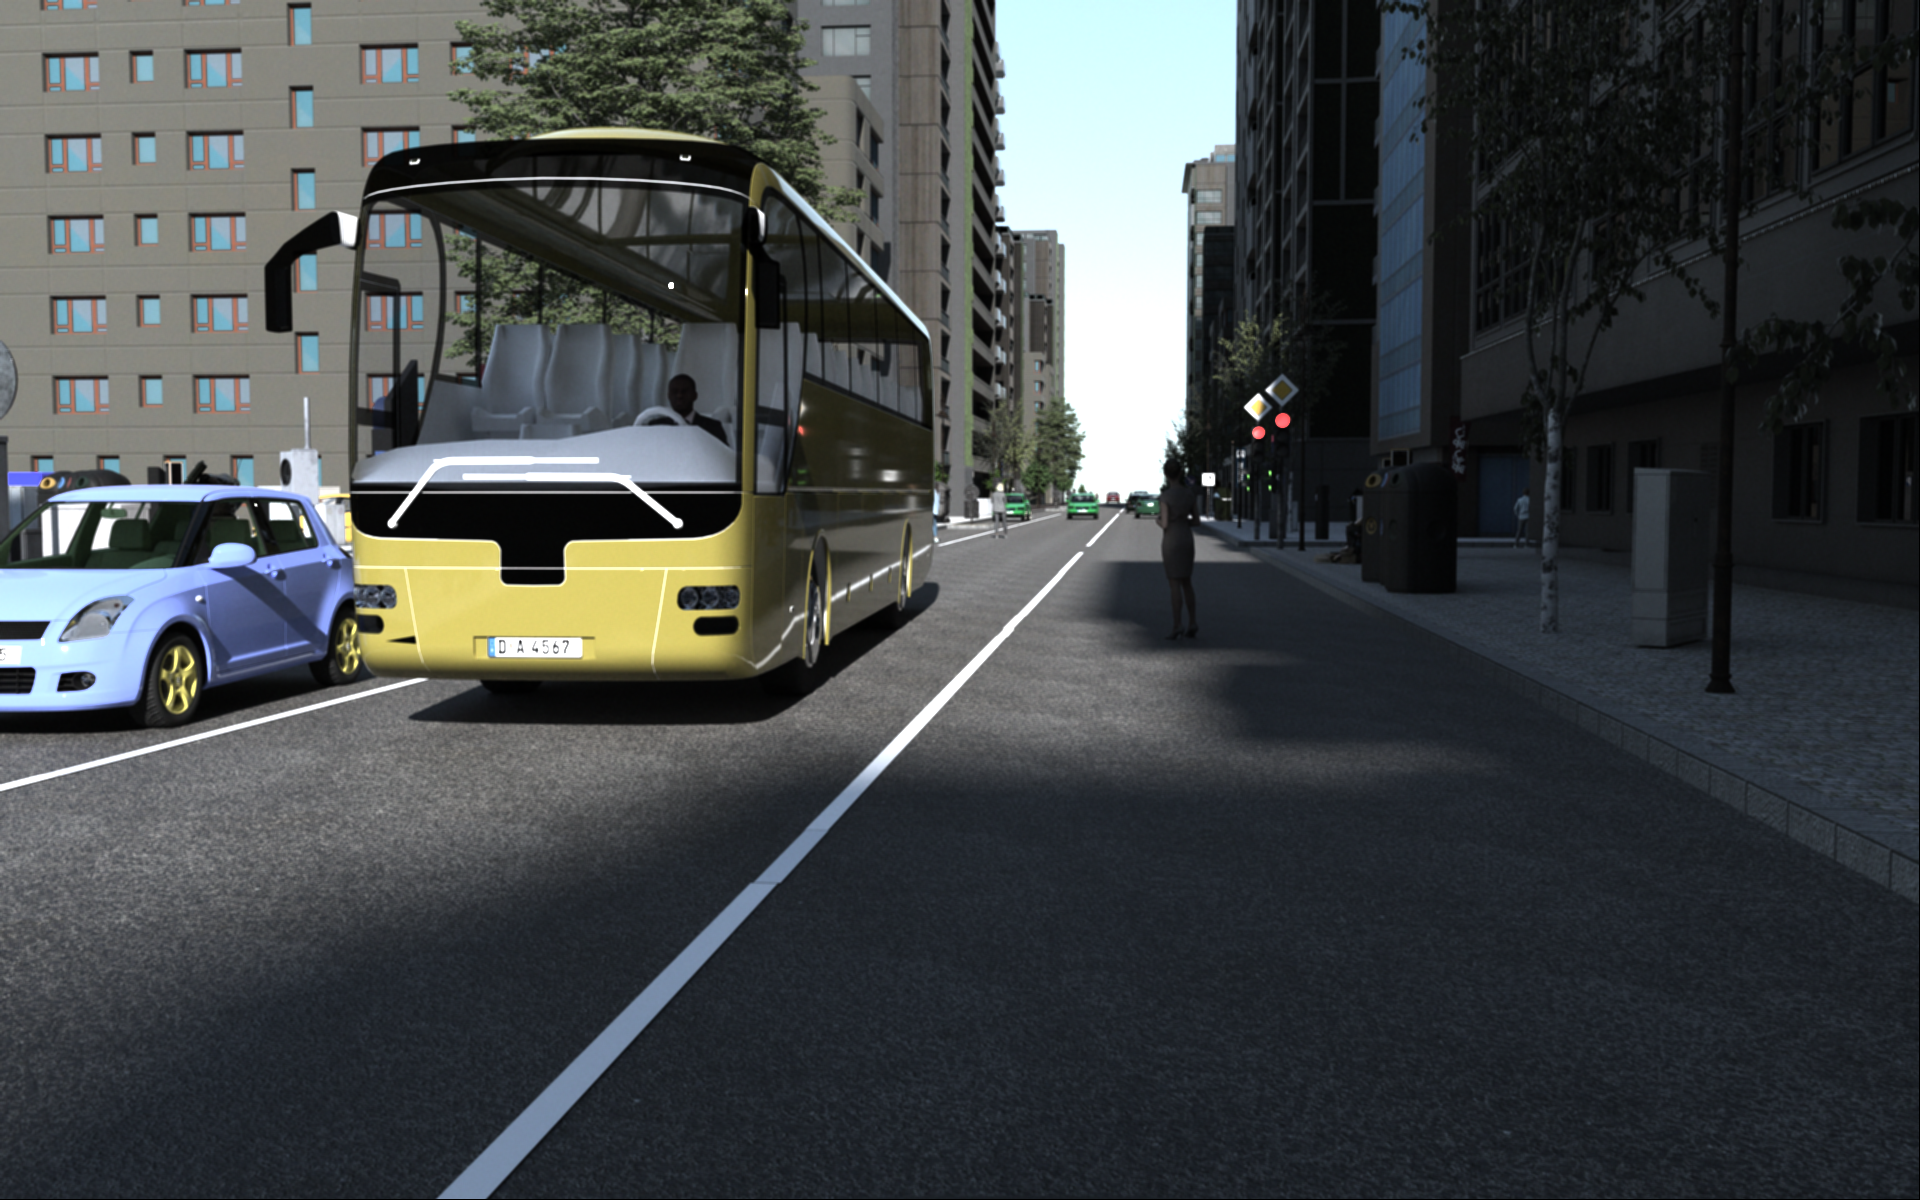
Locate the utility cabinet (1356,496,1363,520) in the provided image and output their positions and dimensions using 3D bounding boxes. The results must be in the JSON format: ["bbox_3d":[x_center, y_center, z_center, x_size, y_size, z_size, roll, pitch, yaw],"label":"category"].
[{"bbox_3d":[12.337,-2.502,52.076,0.306,1.237,1.020,-1,4,-22],"label":"utility cabinet"}]

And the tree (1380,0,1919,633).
[{"bbox_3d":[5.712,-4.007,15.869,4.360,8.622,3.978,0,3,0],"label":"tree"}]

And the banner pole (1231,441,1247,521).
[{"bbox_3d":[13.082,-5.610,81.735,0.863,3.779,0.401,0,4,2],"label":"banner pole"}]

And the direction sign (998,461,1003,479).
[{"bbox_3d":[2.749,-7.728,118.343,0.379,3.537,0.876,1,4,22],"label":"direction sign"}]

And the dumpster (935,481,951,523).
[{"bbox_3d":[-1.110,-4.318,76.360,1.264,1.857,1.865,0,4,6],"label":"dumpster"}]

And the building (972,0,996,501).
[{"bbox_3d":[-8.679,-31.368,136.566,21.300,48.544,21.600,0,4,6],"label":"building"}]

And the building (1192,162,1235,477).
[{"bbox_3d":[36.041,-32.522,215.323,14.154,41.232,14.086,0,4,6],"label":"building"}]

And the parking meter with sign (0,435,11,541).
[{"bbox_3d":[-11.637,-1.481,20.481,0.543,3.016,1.738,1,4,13],"label":"parking meter with sign"}]

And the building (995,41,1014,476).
[{"bbox_3d":[-7.345,-33.256,163.338,23.786,49.044,30.456,0,4,6],"label":"building"}]

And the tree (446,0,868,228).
[{"bbox_3d":[-5.396,-6.916,31.198,7.486,12.596,7.792,0,3,0],"label":"tree"}]

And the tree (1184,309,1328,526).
[{"bbox_3d":[12.279,-7.287,69.504,4.737,8.622,4.395,0,3,0],"label":"tree"}]

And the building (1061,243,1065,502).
[{"bbox_3d":[9.392,-36.201,275.472,14.154,41.232,14.086,0,4,6],"label":"building"}]

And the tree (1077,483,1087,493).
[{"bbox_3d":[19.891,-17.500,280.730,1.663,3.219,1.824,0,3,0],"label":"tree"}]

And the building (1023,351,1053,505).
[{"bbox_3d":[-2.339,-23.336,226.575,27.650,21.520,28.899,0,4,6],"label":"building"}]

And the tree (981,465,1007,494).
[{"bbox_3d":[2.480,-7.389,115.416,1.663,3.219,1.824,0,3,0],"label":"tree"}]

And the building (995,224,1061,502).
[{"bbox_3d":[7.399,-35.320,261.072,14.154,41.232,14.086,0,4,6],"label":"building"}]

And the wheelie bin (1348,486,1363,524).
[{"bbox_3d":[15.807,-3.737,69.007,0.693,1.594,0.980,1,4,9],"label":"wheelie bin"}]

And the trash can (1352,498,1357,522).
[{"bbox_3d":[13.147,-2.737,56.406,0.748,1.137,0.748,0,3,0],"label":"trash can"}]

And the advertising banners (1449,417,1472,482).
[{"bbox_3d":[10.448,-2.610,38.861,2.074,3.025,0.090,0,4,0],"label":"advertising banners"}]

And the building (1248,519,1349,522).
[{"bbox_3d":[24.300,-39.339,81.442,20.563,71.187,20.611,0,4,6],"label":"building"}]

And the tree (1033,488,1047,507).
[{"bbox_3d":[8.439,-11.269,178.850,1.663,3.219,1.824,0,3,0],"label":"tree"}]

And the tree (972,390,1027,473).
[{"bbox_3d":[2.585,-10.468,121.514,4.360,8.622,3.978,0,3,0],"label":"tree"}]

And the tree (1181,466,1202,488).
[{"bbox_3d":[16.093,-7.680,120.168,1.663,3.219,1.824,0,3,0],"label":"tree"}]

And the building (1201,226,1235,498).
[{"bbox_3d":[33.183,-25.440,187.652,14.160,30.474,14.107,0,4,6],"label":"building"}]

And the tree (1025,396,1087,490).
[{"bbox_3d":[11.411,-17.269,200.477,7.486,12.596,7.792,0,3,0],"label":"tree"}]

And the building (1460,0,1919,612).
[{"bbox_3d":[16.424,-14.094,23.939,14.314,27.812,24.014,0,4,6],"label":"building"}]

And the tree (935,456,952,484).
[{"bbox_3d":[-1.374,-5.653,87.023,1.663,3.219,1.824,0,3,0],"label":"tree"}]

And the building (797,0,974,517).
[{"bbox_3d":[-6.883,-25.192,95.492,14.154,41.232,14.086,0,4,6],"label":"building"}]

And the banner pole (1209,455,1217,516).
[{"bbox_3d":[14.866,-6.824,101.590,0.401,3.779,0.863,2,4,34],"label":"banner pole"}]

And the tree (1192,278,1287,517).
[{"bbox_3d":[10.715,-6.526,57.058,4.360,8.622,3.978,0,3,0],"label":"tree"}]

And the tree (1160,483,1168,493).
[{"bbox_3d":[25.519,-13.145,209.516,1.663,3.219,1.824,0,3,0],"label":"tree"}]

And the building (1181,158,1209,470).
[{"bbox_3d":[48.557,-41.367,265.595,28.713,52.752,27.495,0,4,6],"label":"building"}]

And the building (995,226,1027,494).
[{"bbox_3d":[-0.618,-25.313,185.574,14.160,30.474,14.107,0,4,6],"label":"building"}]

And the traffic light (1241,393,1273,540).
[{"bbox_3d":[8.279,-3.631,48.291,0.839,4.253,0.868,0,4,6],"label":"traffic light"}]

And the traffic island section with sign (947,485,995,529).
[{"bbox_3d":[0.527,-3.890,72.227,1.989,1.847,2.006,0,4,6],"label":"traffic island section with sign"}]

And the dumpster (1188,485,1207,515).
[{"bbox_3d":[14.834,-6.292,108.627,1.264,1.857,1.865,0,4,6],"label":"dumpster"}]

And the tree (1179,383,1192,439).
[{"bbox_3d":[14.633,-9.082,98.845,4.360,8.622,3.978,0,3,0],"label":"tree"}]

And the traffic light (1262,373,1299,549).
[{"bbox_3d":[7.465,-3.145,40.347,0.839,4.253,0.868,0,4,6],"label":"traffic light"}]

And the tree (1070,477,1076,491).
[{"bbox_3d":[13.162,-14.526,221.214,4.285,4.588,4.351,0,3,0],"label":"tree"}]

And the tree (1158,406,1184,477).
[{"bbox_3d":[17.783,-10.976,129.828,4.737,8.622,4.395,0,3,0],"label":"tree"}]

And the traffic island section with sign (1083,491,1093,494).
[{"bbox_3d":[19.528,-15.230,257.642,1.989,1.847,2.006,0,4,6],"label":"traffic island section with sign"}]

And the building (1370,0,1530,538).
[{"bbox_3d":[21.469,-24.786,55.355,14.200,45.320,14.600,0,4,6],"label":"building"}]

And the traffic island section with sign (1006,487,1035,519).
[{"bbox_3d":[3.264,-5.530,99.043,1.989,1.847,2.006,0,4,6],"label":"traffic island section with sign"}]

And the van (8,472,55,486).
[{"bbox_3d":[-27.549,-2.705,48.605,5.245,2.365,2.240,0,4,7],"label":"van"}]

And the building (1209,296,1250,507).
[{"bbox_3d":[38.222,-19.549,164.672,27.650,21.520,28.899,0,4,6],"label":"building"}]

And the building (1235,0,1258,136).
[{"bbox_3d":[35.784,-33.421,135.677,28.713,52.752,27.495,0,4,6],"label":"building"}]

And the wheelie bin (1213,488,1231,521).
[{"bbox_3d":[12.615,-4.607,83.230,0.980,1.594,0.693,-1,4,-23],"label":"wheelie bin"}]

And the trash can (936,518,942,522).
[{"bbox_3d":[-0.986,-4.241,80.999,0.748,1.137,0.748,0,3,0],"label":"trash can"}]

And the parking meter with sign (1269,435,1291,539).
[{"bbox_3d":[9.200,-3.287,49.997,0.543,3.016,1.738,1,4,14],"label":"parking meter with sign"}]

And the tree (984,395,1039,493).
[{"bbox_3d":[3.785,-10.952,129.432,4.737,8.622,4.395,0,3,0],"label":"tree"}]

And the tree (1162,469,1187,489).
[{"bbox_3d":[23.679,-12.591,189.581,4.285,4.588,4.351,0,3,0],"label":"tree"}]

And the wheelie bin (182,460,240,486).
[{"bbox_3d":[-7.218,-0.528,16.540,0.693,1.594,0.980,-1,4,-21],"label":"wheelie bin"}]

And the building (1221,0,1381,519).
[{"bbox_3d":[27.785,-41.095,110.152,20.563,71.187,20.611,0,4,6],"label":"building"}]

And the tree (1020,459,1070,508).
[{"bbox_3d":[7.228,-10.887,161.709,4.285,4.588,4.351,0,3,0],"label":"tree"}]

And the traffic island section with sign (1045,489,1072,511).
[{"bbox_3d":[8.334,-8.557,148.536,1.989,1.847,2.006,0,4,6],"label":"traffic island section with sign"}]

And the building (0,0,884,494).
[{"bbox_3d":[-18.770,-13.619,67.717,27.650,21.520,28.899,0,4,6],"label":"building"}]

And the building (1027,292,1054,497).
[{"bbox_3d":[6.025,-29.085,247.243,14.160,30.474,14.107,0,4,6],"label":"building"}]

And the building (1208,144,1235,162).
[{"bbox_3d":[43.700,-37.768,237.110,23.786,49.044,30.456,0,4,6],"label":"building"}]
